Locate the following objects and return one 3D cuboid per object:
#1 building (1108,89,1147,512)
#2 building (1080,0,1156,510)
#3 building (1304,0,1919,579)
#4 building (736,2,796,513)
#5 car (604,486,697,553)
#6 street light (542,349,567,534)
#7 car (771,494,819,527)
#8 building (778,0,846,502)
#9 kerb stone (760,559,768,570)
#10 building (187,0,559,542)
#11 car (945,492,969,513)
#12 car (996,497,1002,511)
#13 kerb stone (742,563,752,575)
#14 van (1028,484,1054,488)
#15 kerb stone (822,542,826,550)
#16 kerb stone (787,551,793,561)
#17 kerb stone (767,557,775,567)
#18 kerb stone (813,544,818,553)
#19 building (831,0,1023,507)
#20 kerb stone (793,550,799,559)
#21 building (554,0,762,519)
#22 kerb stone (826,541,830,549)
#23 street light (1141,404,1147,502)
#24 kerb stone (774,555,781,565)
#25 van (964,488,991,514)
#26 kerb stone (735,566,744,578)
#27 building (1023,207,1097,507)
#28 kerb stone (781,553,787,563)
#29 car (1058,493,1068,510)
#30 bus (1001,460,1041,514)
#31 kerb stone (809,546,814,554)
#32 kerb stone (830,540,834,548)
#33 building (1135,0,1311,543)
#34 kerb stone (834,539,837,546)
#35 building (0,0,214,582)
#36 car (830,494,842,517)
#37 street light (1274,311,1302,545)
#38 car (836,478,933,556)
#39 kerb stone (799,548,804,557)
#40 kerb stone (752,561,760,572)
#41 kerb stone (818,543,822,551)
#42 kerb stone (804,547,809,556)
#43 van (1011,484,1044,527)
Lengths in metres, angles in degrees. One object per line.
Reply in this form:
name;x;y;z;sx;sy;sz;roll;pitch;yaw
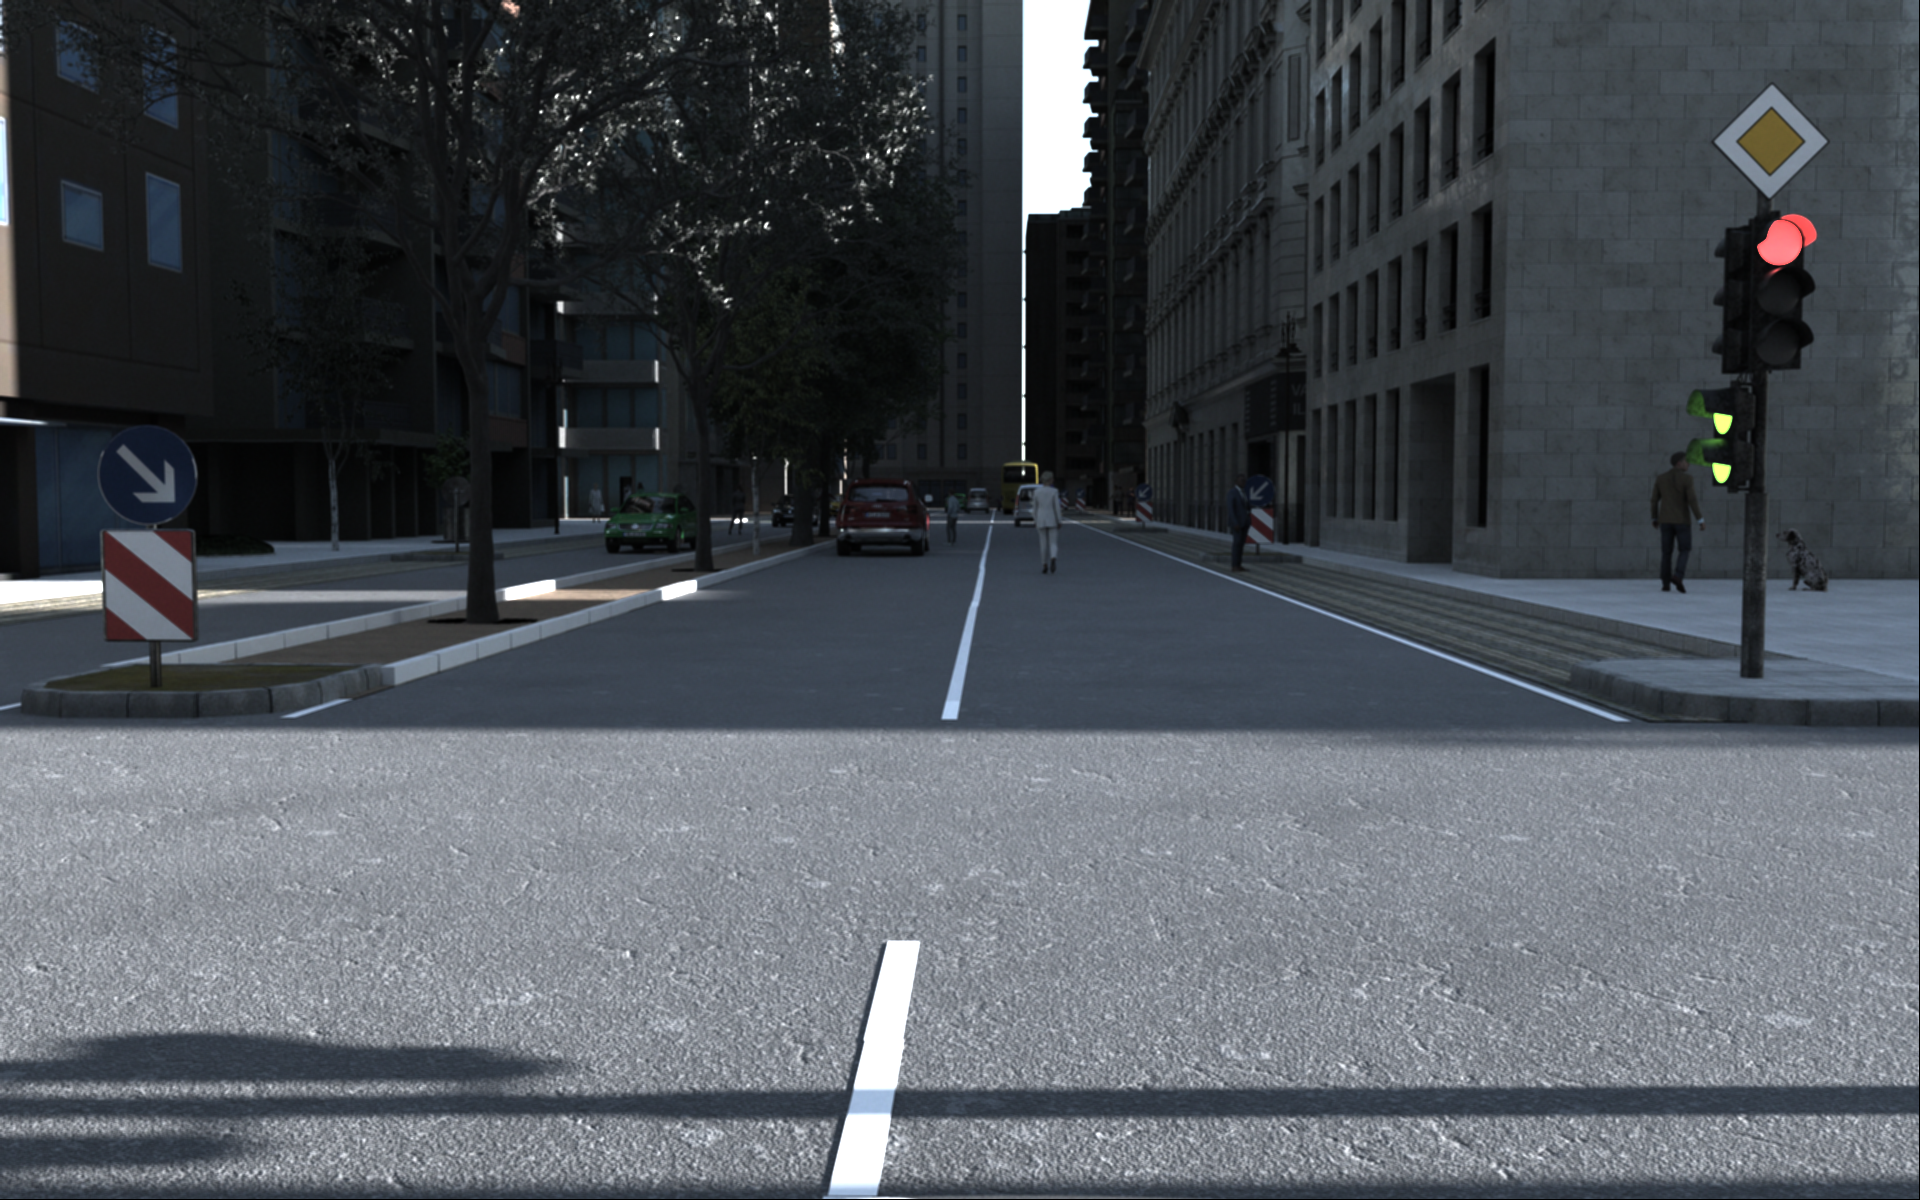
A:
building;17.869;-21.734;127.054;14.160;30.474;14.107;0;4;1
building;21.747;-30.179;148.049;22.147;44.769;28.867;0;4;1
building;13.545;-10.953;33.833;10.420;20.320;16.860;0;4;1
building;-21.950;-42.133;127.124;20.563;71.187;20.611;0;4;1
car;-7.657;-2.125;43.540;1.959;1.807;4.718;0;4;2
street light;-12.957;-5.058;55.486;0.468;5.910;1.993;0;4;1
car;-7.265;-4.077;76.451;2.009;1.686;4.222;0;4;1
building;-17.993;-30.918;155.616;14.200;45.320;14.600;0;4;1
kerb stone;-3.829;-0.654;32.895;0.120;0.150;1.000;0;4;1
building;-25.626;-24.730;58.966;22.147;44.769;28.867;0;4;1
car;-0.204;-7.779;135.984;1.959;1.807;4.718;0;4;3
car;4.026;-8.215;146.895;1.945;1.354;3.894;0;4;1
kerb stone;-3.872;-0.525;30.833;0.120;0.150;1.000;0;4;1
van;4.996;-6.376;108.638;2.240;2.365;5.245;0;4;1
kerb stone;-3.585;-1.345;44.189;0.120;0.150;1.000;0;4;1
kerb stone;-3.740;-0.905;36.997;0.120;0.150;1.000;0;4;1
kerb stone;-3.803;-0.712;33.927;0.120;0.150;1.000;0;4;1
kerb stone;-3.618;-1.219;42.134;0.120;0.150;1.000;0;4;1
building;-7.589;-39.074;180.860;28.212;58.520;21.231;0;4;1
kerb stone;-3.717;-0.967;38.019;0.120;0.150;1.000;0;4;1
building;-24.864;-29.527;102.372;23.786;49.044;30.456;0;4;1
kerb stone;-3.556;-1.408;45.211;0.120;0.150;1.000;0;4;1
street light;9.303;-6.970;86.746;0.468;5.910;1.993;0;4;1
kerb stone;-3.779;-0.777;34.953;0.120;0.150;1.000;0;4;1
van;1.339;-7.448;128.778;2.013;2.044;4.112;0;3;0
kerb stone;-3.894;-0.457;29.805;0.120;0.150;1.000;0;4;1
building;13.608;-24.803;177.235;14.107;30.474;14.160;0;4;1
kerb stone;-3.767;-0.841;35.975;0.120;0.150;1.000;0;4;1
car;8.307;-8.443;147.639;1.945;1.707;3.694;0;4;0
bus;4.406;-8.210;125.784;2.896;3.916;12.252;0;4;3
kerb stone;-3.648;-1.154;41.102;0.120;0.150;1.000;0;4;1
kerb stone;-3.533;-1.467;46.233;0.120;0.150;1.000;0;4;1
building;16.694;-17.584;63.918;17.030;29.872;44.131;0;4;1
kerb stone;-3.516;-1.530;47.255;0.120;0.150;1.000;0;4;1
building;-20.777;-22.849;23.700;14.600;45.320;14.200;0;4;1
car;-7.259;-6.004;108.384;2.015;1.641;3.980;0;4;3
street light;8.296;-4.351;43.927;0.468;5.910;1.993;0;4;1
car;-1.808;-2.019;41.682;2.281;1.827;5.304;0;4;1
kerb stone;-3.697;-1.030;39.044;0.120;0.150;1.000;0;4;1
kerb stone;-3.850;-0.592;31.873;0.120;0.150;1.000;0;4;1
kerb stone;-3.609;-1.281;43.156;0.120;0.150;1.000;0;4;1
kerb stone;-3.670;-1.092;40.071;0.120;0.150;1.000;0;4;1
van;3.253;-4.278;76.950;2.013;2.044;4.112;0;4;2
